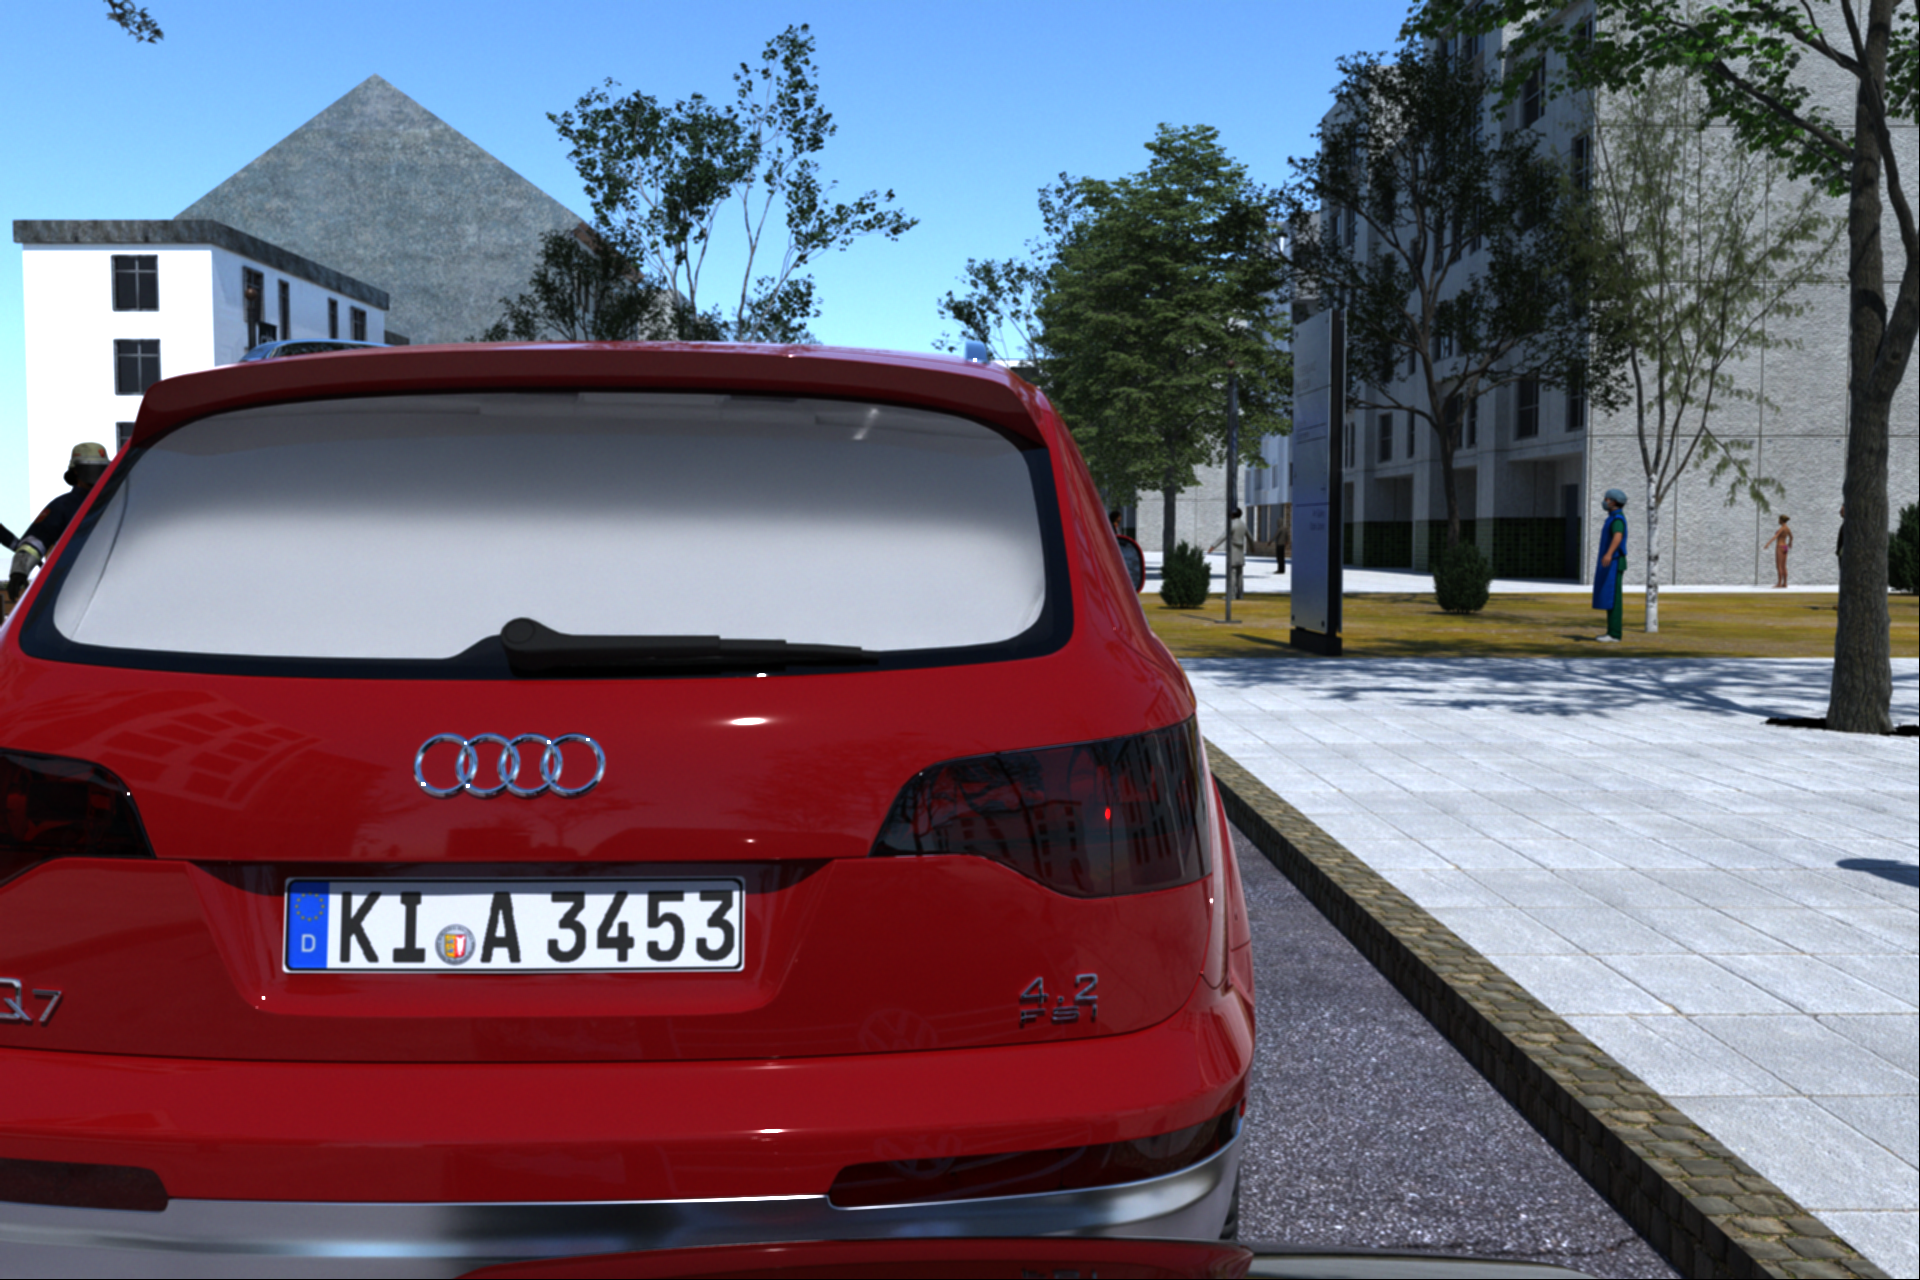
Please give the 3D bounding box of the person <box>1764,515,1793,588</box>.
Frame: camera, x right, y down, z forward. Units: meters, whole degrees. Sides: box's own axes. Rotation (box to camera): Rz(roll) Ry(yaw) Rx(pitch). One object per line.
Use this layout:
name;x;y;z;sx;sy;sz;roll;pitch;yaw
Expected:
person;19.566;-2.115;41.388;1.217;1.733;0.721;-3;4;-38

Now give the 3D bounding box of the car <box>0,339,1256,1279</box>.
car;-0.570;0.249;4.603;2.281;1.827;5.304;0;4;-1

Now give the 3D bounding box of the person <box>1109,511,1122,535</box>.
person;3.749;-2.155;41.379;0.704;1.843;1.345;1;4;21

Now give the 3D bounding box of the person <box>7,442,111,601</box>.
person;-5.323;-0.295;10.683;0.704;1.845;1.351;1;4;21

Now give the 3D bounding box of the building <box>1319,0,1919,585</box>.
building;23.858;-11.747;58.516;16.747;18.905;31.486;0;4;0

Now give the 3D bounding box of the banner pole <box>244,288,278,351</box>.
banner pole;-7.216;-1.710;17.975;0.401;3.779;0.863;0;4;1

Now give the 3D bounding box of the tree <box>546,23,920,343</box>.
tree;-8.340;-12.742;64.219;12.611;20.169;13.585;0;3;0

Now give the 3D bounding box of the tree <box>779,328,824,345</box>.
tree;-9.778;-11.704;101.732;12.009;13.543;11.850;0;3;0

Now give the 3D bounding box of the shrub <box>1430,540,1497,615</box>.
shrub;8.028;-1.011;27.639;1.383;1.207;1.383;0;3;0

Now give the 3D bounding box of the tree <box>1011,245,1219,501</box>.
tree;5.974;-9.931;72.744;12.009;13.543;11.850;0;3;0

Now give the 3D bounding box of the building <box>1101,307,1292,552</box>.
building;21.046;-16.761;140.503;16.747;18.905;31.486;0;4;0

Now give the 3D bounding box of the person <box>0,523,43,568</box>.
person;-10.251;-0.747;17.994;1.354;1.856;0.705;0;4;-7

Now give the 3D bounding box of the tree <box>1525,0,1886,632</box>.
tree;9.016;-4.420;22.622;4.360;8.622;3.978;0;3;0

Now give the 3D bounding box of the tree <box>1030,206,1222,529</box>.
tree;5.751;-8.686;60.138;7.486;12.596;7.792;0;3;0

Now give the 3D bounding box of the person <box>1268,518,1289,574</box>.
person;10.337;-3.050;55.999;0.705;1.813;1.348;2;4;35

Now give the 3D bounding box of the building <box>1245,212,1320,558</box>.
building;22.188;-15.030;102.157;16.016;20.090;11.380;0;3;0

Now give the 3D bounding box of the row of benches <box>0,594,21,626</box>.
row of benches;-10.688;-0.346;21.118;4.104;0.672;1.422;-1;4;-10

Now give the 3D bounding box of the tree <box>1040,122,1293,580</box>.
tree;6.032;-7.942;47.973;7.486;12.596;7.792;0;3;0

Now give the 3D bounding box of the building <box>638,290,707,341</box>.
building;-29.013;-16.799;141.124;16.747;18.905;31.486;0;4;-1

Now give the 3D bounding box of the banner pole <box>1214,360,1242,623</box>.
banner pole;3.887;-2.123;24.730;0.401;3.779;0.863;0;4;-1

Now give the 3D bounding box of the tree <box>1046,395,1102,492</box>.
tree;5.377;-10.491;105.934;8.767;10.594;7.601;-1;4;-9

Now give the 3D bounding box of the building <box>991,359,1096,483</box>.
building;-0.026;-22.500;214.299;32.646;21.610;27.936;0;4;-5

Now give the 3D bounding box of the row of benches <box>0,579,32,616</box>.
row of benches;-14.320;-0.518;23.935;4.104;0.672;1.422;1;4;11

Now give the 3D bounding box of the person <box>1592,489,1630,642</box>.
person;7.743;-0.886;20.620;0.704;1.817;1.347;1;4;19

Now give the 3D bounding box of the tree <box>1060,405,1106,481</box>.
tree;5.722;-8.212;84.630;4.360;8.622;3.978;0;3;0

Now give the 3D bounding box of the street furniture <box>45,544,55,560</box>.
street furniture;-13.056;-1.527;31.828;9.812;1.723;11.010;1;4;15

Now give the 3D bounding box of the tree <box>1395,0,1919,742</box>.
tree;6.058;-5.211;10.959;9.928;11.665;9.643;0;3;0

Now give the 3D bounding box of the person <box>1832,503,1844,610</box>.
person;14.948;-1.414;29.256;0.704;1.812;1.346;2;4;25

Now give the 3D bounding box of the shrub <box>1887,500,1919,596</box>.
shrub;20.025;-1.940;36.146;1.690;2.028;1.600;0;3;0

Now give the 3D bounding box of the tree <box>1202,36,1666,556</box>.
tree;8.912;-5.930;31.372;8.767;10.594;7.601;-1;4;-19

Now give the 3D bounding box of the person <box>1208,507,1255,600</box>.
person;5.360;-1.691;33.840;1.347;1.806;0.705;-3;5;-42

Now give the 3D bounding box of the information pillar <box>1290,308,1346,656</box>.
information pillar;3.891;-1.686;18.883;0.184;3.620;1.656;0;4;-2

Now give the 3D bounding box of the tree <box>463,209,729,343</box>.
tree;-9.702;-7.031;49.373;8.767;10.594;7.601;-1;4;-17

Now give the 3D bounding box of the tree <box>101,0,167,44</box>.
tree;-9.303;-6.169;11.232;12.009;13.543;11.850;0;3;0

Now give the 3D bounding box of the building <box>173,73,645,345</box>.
building;-27.978;-15.981;92.218;19.493;23.208;18.063;0;4;-1

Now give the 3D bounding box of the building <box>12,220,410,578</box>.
building;-24.417;-7.236;60.463;9.099;9.664;28.070;0;3;0

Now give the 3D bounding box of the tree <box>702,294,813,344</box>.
tree;-10.297;-10.866;88.033;12.009;13.543;11.850;0;3;0

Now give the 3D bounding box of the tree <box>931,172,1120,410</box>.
tree;4.703;-14.535;93.528;12.611;20.169;13.585;0;3;0

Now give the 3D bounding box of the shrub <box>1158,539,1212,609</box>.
shrub;3.845;-1.131;29.613;1.383;1.207;1.383;0;3;0
